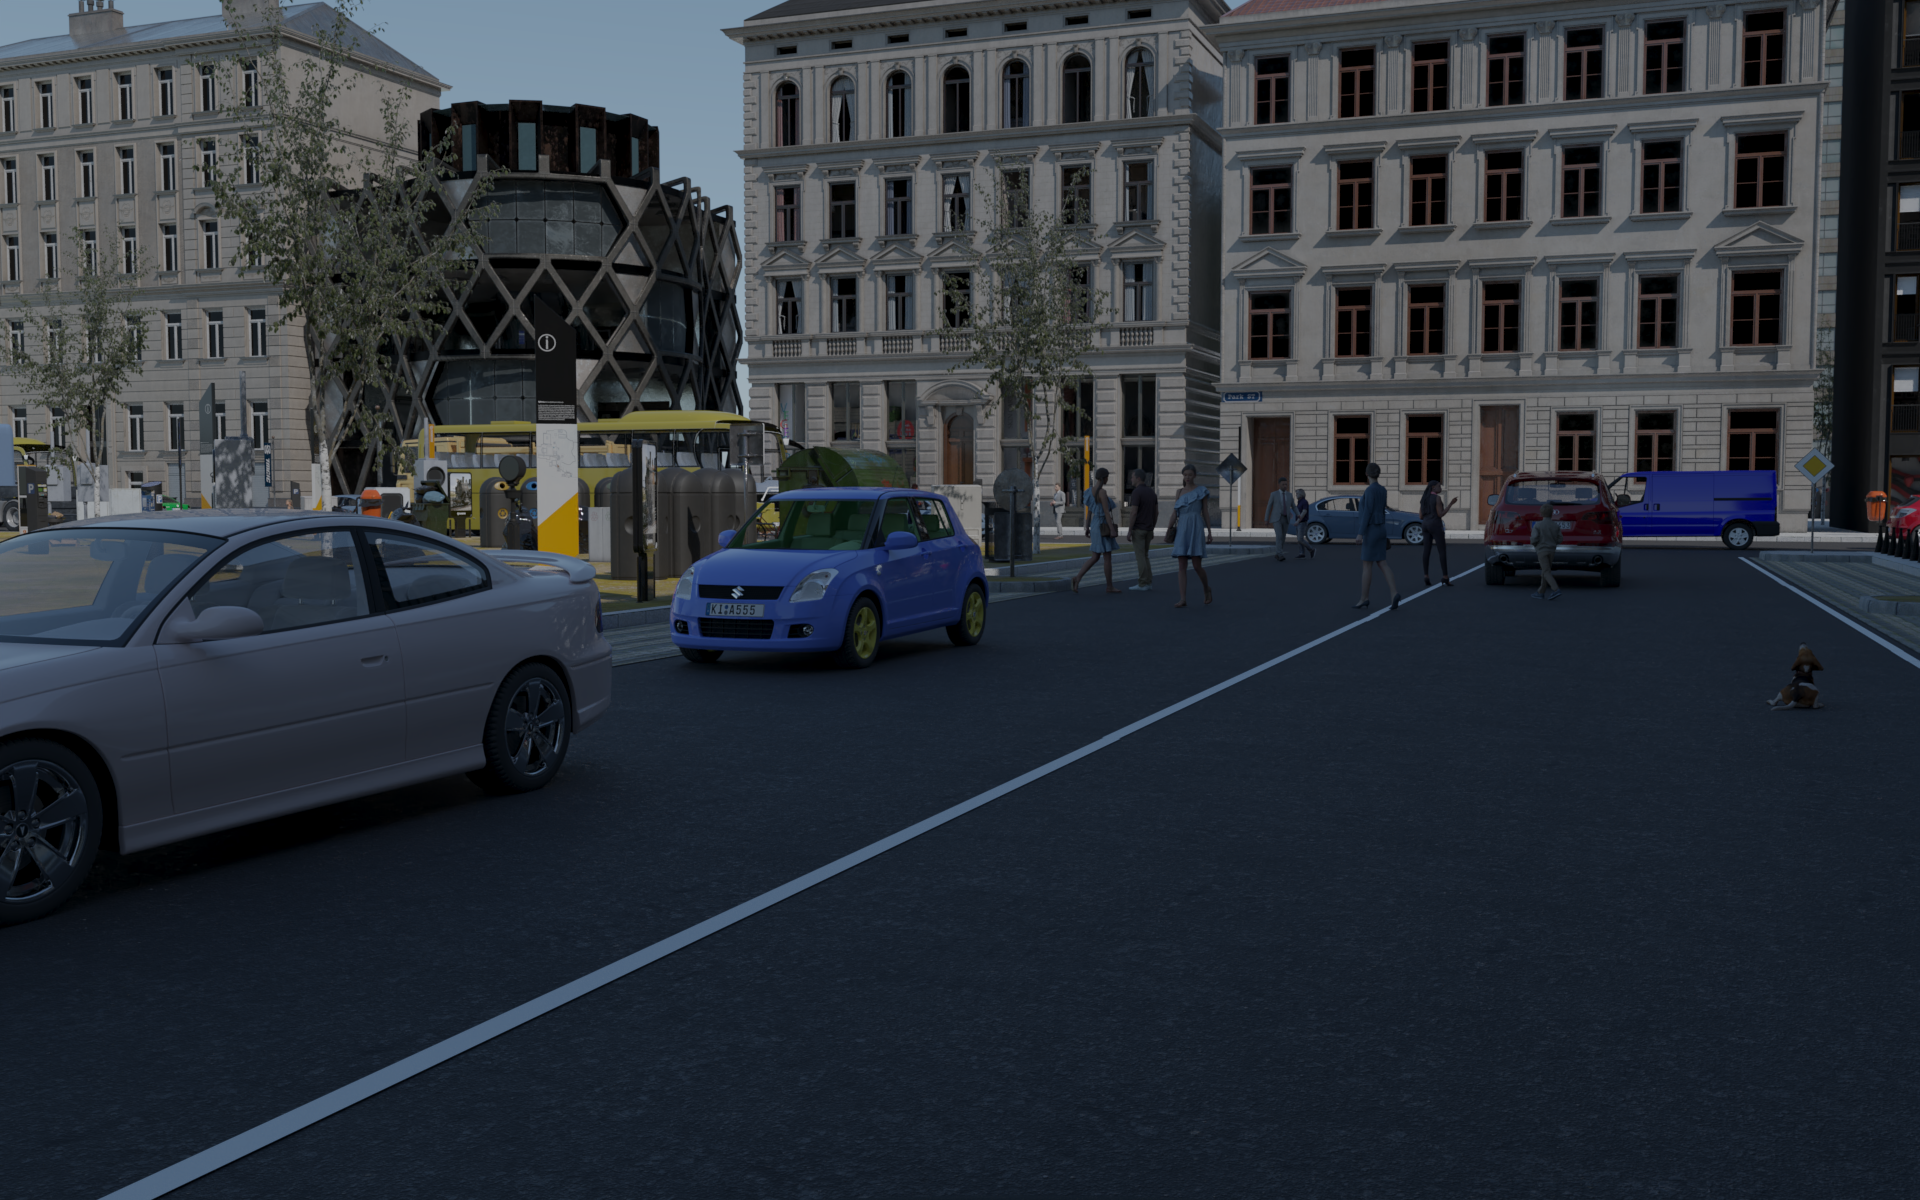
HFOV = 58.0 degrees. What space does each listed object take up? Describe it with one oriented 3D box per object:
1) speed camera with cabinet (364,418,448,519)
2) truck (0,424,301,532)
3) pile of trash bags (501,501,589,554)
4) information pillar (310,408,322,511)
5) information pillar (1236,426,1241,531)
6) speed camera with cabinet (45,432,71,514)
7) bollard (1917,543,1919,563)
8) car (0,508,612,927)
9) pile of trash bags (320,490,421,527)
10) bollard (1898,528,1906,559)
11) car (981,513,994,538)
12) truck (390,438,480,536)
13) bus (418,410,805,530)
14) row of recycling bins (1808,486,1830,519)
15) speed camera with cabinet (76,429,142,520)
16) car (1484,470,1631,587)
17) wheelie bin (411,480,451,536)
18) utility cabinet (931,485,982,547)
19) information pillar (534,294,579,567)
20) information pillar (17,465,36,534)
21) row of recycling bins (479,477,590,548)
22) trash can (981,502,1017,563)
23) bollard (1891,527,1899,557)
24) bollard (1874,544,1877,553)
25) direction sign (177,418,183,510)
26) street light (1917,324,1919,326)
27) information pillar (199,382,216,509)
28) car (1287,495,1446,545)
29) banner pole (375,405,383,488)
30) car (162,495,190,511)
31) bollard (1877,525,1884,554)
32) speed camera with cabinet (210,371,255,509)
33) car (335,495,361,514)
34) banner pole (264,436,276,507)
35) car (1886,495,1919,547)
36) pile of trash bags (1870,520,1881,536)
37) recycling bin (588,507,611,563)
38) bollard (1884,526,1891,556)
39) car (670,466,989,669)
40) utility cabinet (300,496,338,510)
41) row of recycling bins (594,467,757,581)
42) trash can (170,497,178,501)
[{"bbox_3d":[-14.177,-3.058,44.339,0.660,3.252,2.038,3,5,43],"label":"speed camera with cabinet"},{"bbox_3d":[-31.418,-4.506,63.440,18.799,4.110,2.967,1,4,22],"label":"truck"},{"bbox_3d":[-8.782,-1.656,36.830,1.912,1.369,3.447,-1,4,-16],"label":"pile of trash bags"},{"bbox_3d":[-17.644,-3.434,47.498,0.183,3.616,0.504,0,4,3],"label":"information pillar"},{"bbox_3d":[9.662,-4.193,59.907,0.183,3.616,0.504,1,4,9],"label":"information pillar"},{"bbox_3d":[-28.022,-3.714,55.057,2.038,3.252,0.660,0,4,-3],"label":"speed camera with cabinet"},{"bbox_3d":[18.315,-1.047,33.168,0.229,0.601,0.229,0,3,0],"label":"bollard"},{"bbox_3d":[-3.394,0.301,7.444,2.083,1.381,4.827,1,4,22],"label":"car"},{"bbox_3d":[-11.207,-1.422,33.000,1.912,1.369,3.447,-1,4,-20],"label":"pile of trash bags"},{"bbox_3d":[18.687,-1.106,34.125,0.229,0.601,0.229,0,3,0],"label":"bollard"},{"bbox_3d":[-1.102,-2.628,54.964,4.499,1.417,2.014,1,4,23],"label":"car"},{"bbox_3d":[-15.140,-3.830,58.547,9.791,3.379,3.469,1,4,23],"label":"truck"},{"bbox_3d":[-10.732,-3.733,52.583,12.252,3.916,2.896,1,4,22],"label":"bus"},{"bbox_3d":[44.845,-5.050,89.681,1.069,1.692,3.534,-1,4,-16],"label":"row of recycling bins"},{"bbox_3d":[-25.374,-3.525,51.963,2.038,3.252,0.660,0,4,8],"label":"speed camera with cabinet"},{"bbox_3d":[9.802,-1.211,28.469,2.281,1.827,5.304,1,4,21],"label":"car"},{"bbox_3d":[-12.193,-1.958,39.916,0.980,1.594,0.693,3,4,37],"label":"wheelie bin"},{"bbox_3d":[-0.084,-2.006,41.476,1.173,1.500,0.318,-1,4,-16],"label":"utility cabinet"},{"bbox_3d":[-4.783,-1.782,20.490,0.504,3.616,0.183,-1,4,-14],"label":"information pillar"},{"bbox_3d":[-23.597,-2.406,43.838,0.304,2.012,0.304,1,4,10],"label":"information pillar"},{"bbox_3d":[-9.801,-2.119,41.763,3.534,1.692,1.069,0,4,-5],"label":"row of recycling bins"},{"bbox_3d":[0.765,-1.275,32.499,0.748,1.137,0.748,0,3,0],"label":"trash can"},{"bbox_3d":[19.058,-1.165,35.086,0.229,0.601,0.229,0,3,0],"label":"bollard"},{"bbox_3d":[20.182,-1.342,37.976,0.229,0.601,0.229,0,3,0],"label":"bollard"},{"bbox_3d":[-23.319,-3.658,51.807,0.379,3.537,0.876,-2,4,-28],"label":"direction sign"},{"bbox_3d":[20.045,-3.849,35.715,0.468,5.910,1.993,1,4,21],"label":"street light"},{"bbox_3d":[-15.801,-2.758,36.453,0.504,3.616,0.183,2,4,34],"label":"information pillar"},{"bbox_3d":[11.588,-2.299,49.596,4.499,1.417,2.014,1,4,20],"label":"car"},{"bbox_3d":[-16.321,-3.592,48.741,0.401,3.779,0.863,-2,4,-27],"label":"banner pole"},{"bbox_3d":[-33.258,-3.730,69.781,4.718,1.807,1.959,1,4,20],"label":"car"},{"bbox_3d":[19.809,-1.283,37.019,0.229,0.601,0.229,0,3,0],"label":"bollard"},{"bbox_3d":[-11.984,-2.088,28.475,0.660,3.252,2.038,-2,4,-24],"label":"speed camera with cabinet"},{"bbox_3d":[-23.760,-3.351,66.793,4.499,1.417,2.014,1,4,21],"label":"car"},{"bbox_3d":[-29.560,-5.153,74.266,0.401,3.779,0.863,1,4,16],"label":"banner pole"},{"bbox_3d":[26.081,-2.138,44.002,4.494,1.783,2.155,1,4,21],"label":"car"},{"bbox_3d":[29.894,-2.691,53.748,3.447,1.369,1.912,0,4,4],"label":"pile of trash bags"},{"bbox_3d":[-6.549,-1.240,32.828,0.722,1.027,0.722,2,4,27],"label":"recycling bin"},{"bbox_3d":[19.437,-1.224,36.061,0.229,0.601,0.229,0,3,0],"label":"bollard"},{"bbox_3d":[-1.105,-0.362,15.516,1.945,1.707,3.694,1,4,23],"label":"car"},{"bbox_3d":[-19.257,-2.503,52.080,1.020,1.237,0.306,-3,5,-44],"label":"utility cabinet"},{"bbox_3d":[-4.239,-1.229,27.210,1.069,1.692,3.534,1,4,23],"label":"row of recycling bins"},{"bbox_3d":[-36.657,-4.200,80.315,0.748,1.137,0.748,0,3,0],"label":"trash can"}]
